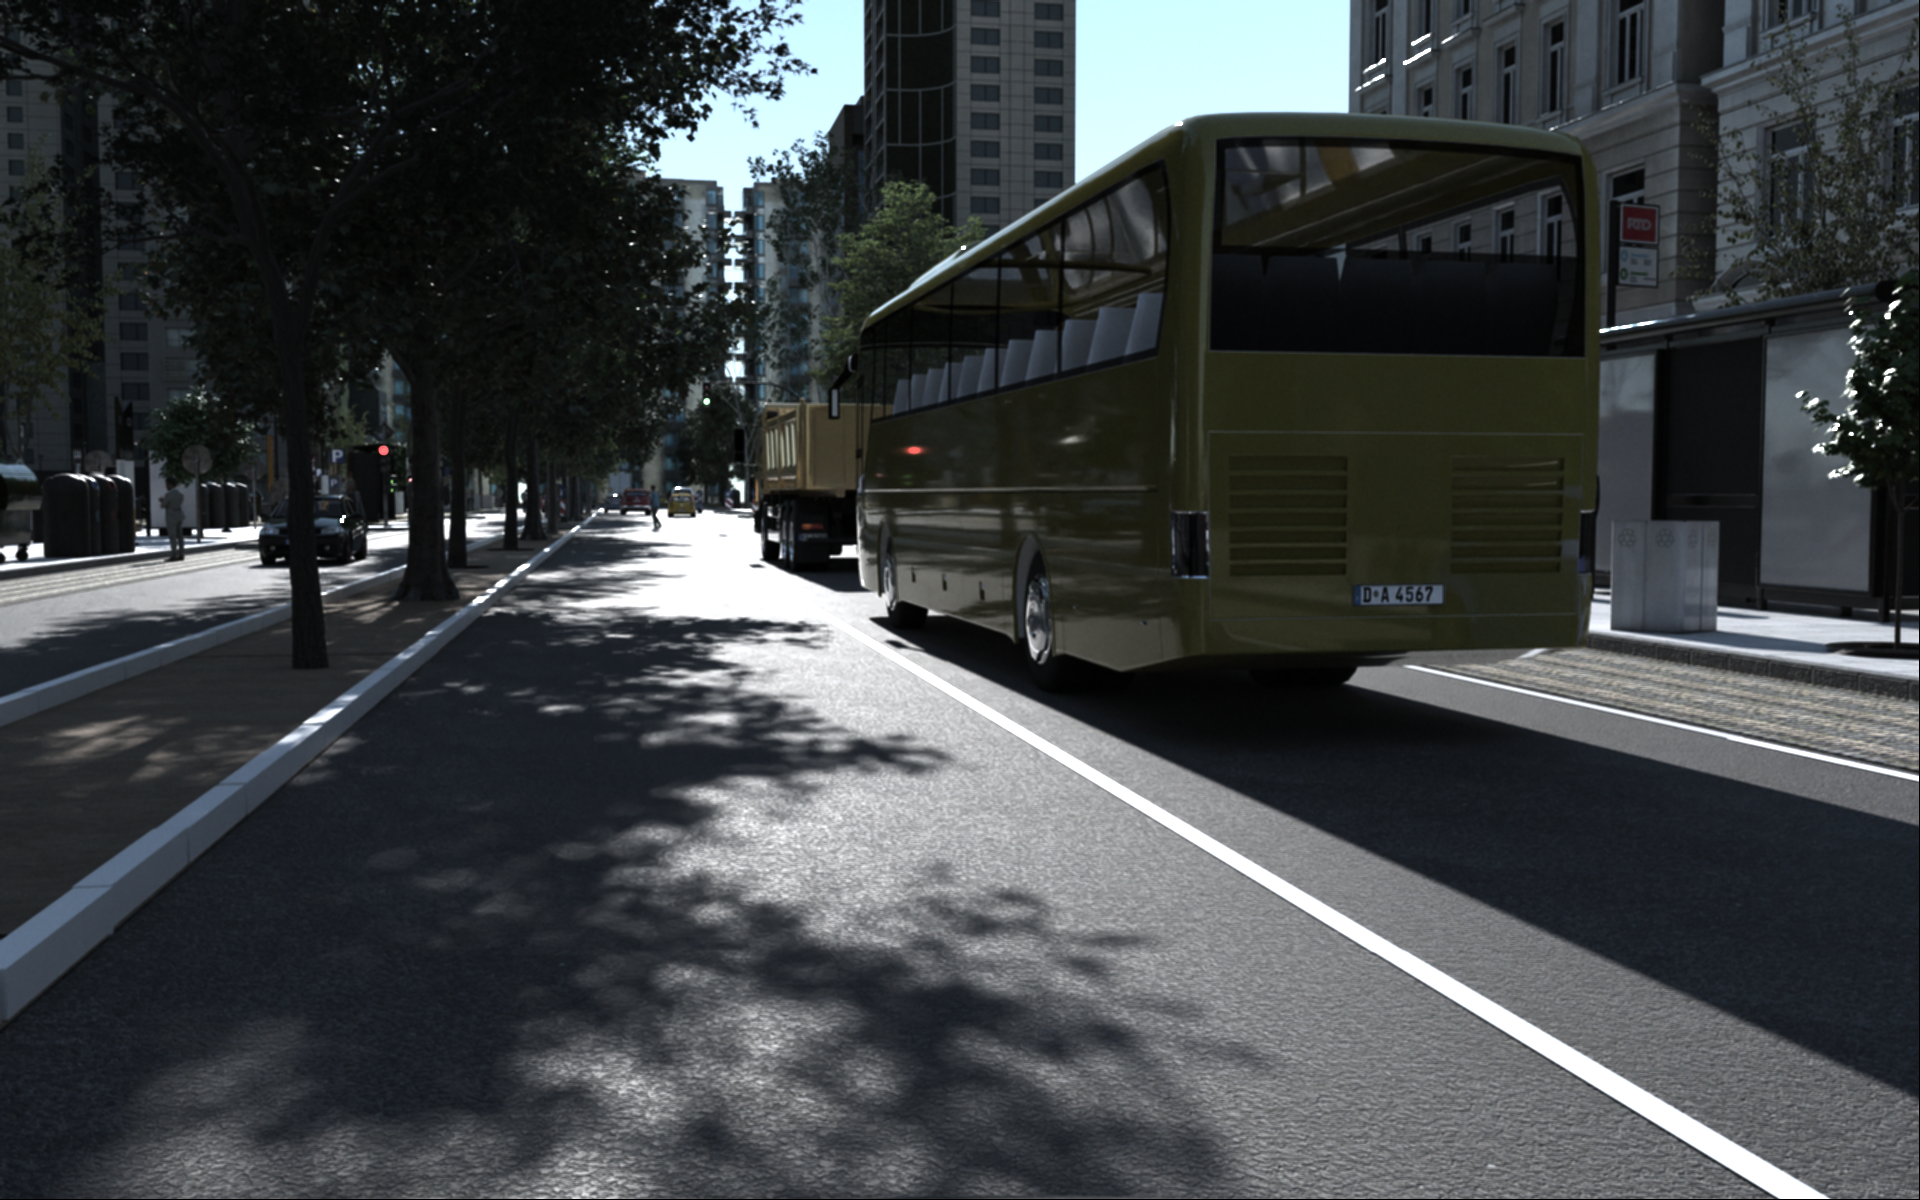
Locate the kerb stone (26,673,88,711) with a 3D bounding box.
[{"bbox_3d":[-6.165,0.637,11.775,0.120,0.150,1.000,-1,4,-11],"label":"kerb stone"}]

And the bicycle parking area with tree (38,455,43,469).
[{"bbox_3d":[-65.735,-8.711,129.430,8.231,4.147,9.016,-1,4,-23],"label":"bicycle parking area with tree"}]

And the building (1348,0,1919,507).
[{"bbox_3d":[21.197,-16.232,51.305,13.634,28.700,20.117,-1,4,-11],"label":"building"}]

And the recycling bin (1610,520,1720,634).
[{"bbox_3d":[6.624,-0.228,16.287,0.722,1.027,0.722,-3,5,-40],"label":"recycling bin"}]

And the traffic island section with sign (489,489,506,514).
[{"bbox_3d":[-33.590,-7.201,126.360,1.989,1.847,2.006,-1,4,-11],"label":"traffic island section with sign"}]

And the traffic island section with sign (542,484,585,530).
[{"bbox_3d":[-17.735,-4.185,76.564,2.006,1.907,1.989,-1,4,-11],"label":"traffic island section with sign"}]

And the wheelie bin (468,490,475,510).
[{"bbox_3d":[-38.854,-7.902,137.101,0.980,1.594,0.693,0,4,-1],"label":"wheelie bin"}]

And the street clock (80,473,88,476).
[{"bbox_3d":[-30.111,-3.361,59.521,0.471,2.002,0.358,-2,4,-28],"label":"street clock"}]

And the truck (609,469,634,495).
[{"bbox_3d":[-39.457,-13.011,201.647,2.839,4.237,11.283,-1,4,-9],"label":"truck"}]

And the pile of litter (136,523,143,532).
[{"bbox_3d":[-28.391,-2.749,58.914,1.176,0.858,1.719,3,4,36],"label":"pile of litter"}]

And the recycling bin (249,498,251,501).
[{"bbox_3d":[-47.723,-6.408,117.332,0.722,1.027,0.722,-2,4,-29],"label":"recycling bin"}]

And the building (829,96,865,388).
[{"bbox_3d":[-7.089,-33.421,196.548,14.600,45.320,14.200,-1,4,-11],"label":"building"}]

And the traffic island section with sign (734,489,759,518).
[{"bbox_3d":[-12.228,-5.778,103.090,1.989,1.847,2.006,-1,4,-11],"label":"traffic island section with sign"}]

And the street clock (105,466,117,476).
[{"bbox_3d":[-21.967,-2.472,44.985,0.358,2.002,0.471,0,4,1],"label":"street clock"}]

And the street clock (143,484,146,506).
[{"bbox_3d":[-59.051,-7.405,125.644,0.358,2.002,0.471,-2,4,-23],"label":"street clock"}]

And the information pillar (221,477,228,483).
[{"bbox_3d":[-47.415,-7.333,111.248,0.183,3.616,0.504,-2,4,-35],"label":"information pillar"}]

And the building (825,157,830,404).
[{"bbox_3d":[-9.497,-32.232,210.586,14.154,41.232,14.086,-1,4,-11],"label":"building"}]

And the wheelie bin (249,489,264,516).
[{"bbox_3d":[-41.081,-5.702,101.134,0.693,1.594,0.980,-1,4,-13],"label":"wheelie bin"}]

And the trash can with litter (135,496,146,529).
[{"bbox_3d":[-30.636,-3.202,63.406,1.678,1.210,2.233,2,4,28],"label":"trash can with litter"}]

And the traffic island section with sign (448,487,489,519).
[{"bbox_3d":[-28.438,-5.582,99.900,1.989,1.847,2.006,-1,4,-11],"label":"traffic island section with sign"}]

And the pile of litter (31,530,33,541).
[{"bbox_3d":[-25.767,-2.083,48.026,1.176,0.858,1.719,-2,4,-27],"label":"pile of litter"}]

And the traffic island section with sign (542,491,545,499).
[{"bbox_3d":[-48.588,-11.896,203.121,1.989,1.847,2.006,-1,4,-11],"label":"traffic island section with sign"}]

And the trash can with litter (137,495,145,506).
[{"bbox_3d":[-64.556,-7.633,136.183,0.624,1.170,1.055,2,4,26],"label":"trash can with litter"}]

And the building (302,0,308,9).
[{"bbox_3d":[-69.494,-44.616,167.722,20.563,71.187,20.611,-1,4,-11],"label":"building"}]

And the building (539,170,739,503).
[{"bbox_3d":[-49.491,-39.037,257.856,30.456,49.044,23.786,-1,4,-11],"label":"building"}]

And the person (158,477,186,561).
[{"bbox_3d":[-16.842,-1.731,36.983,0.466,1.800,0.511,0,4,-1],"label":"person"}]

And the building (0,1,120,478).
[{"bbox_3d":[-105.204,-45.849,187.877,20.611,71.187,20.563,-1,4,-11],"label":"building"}]

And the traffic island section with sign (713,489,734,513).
[{"bbox_3d":[-17.517,-7.433,130.163,1.989,1.847,2.006,-1,4,-11],"label":"traffic island section with sign"}]

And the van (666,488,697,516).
[{"bbox_3d":[-18.159,-6.494,113.195,2.013,2.044,4.112,-1,4,-10],"label":"van"}]

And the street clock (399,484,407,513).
[{"bbox_3d":[-37.185,-6.798,115.718,0.358,2.002,0.471,3,5,44],"label":"street clock"}]

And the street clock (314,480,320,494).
[{"bbox_3d":[-34.289,-5.366,92.309,0.358,2.002,0.471,-1,4,-13],"label":"street clock"}]

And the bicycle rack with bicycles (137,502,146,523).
[{"bbox_3d":[-37.377,-3.934,77.701,2.925,0.926,2.852,1,4,14],"label":"bicycle rack with bicycles"}]

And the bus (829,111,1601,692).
[{"bbox_3d":[1.114,-1.465,15.498,2.896,3.916,12.252,-1,4,-12],"label":"bus"}]

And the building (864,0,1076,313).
[{"bbox_3d":[-0.566,-45.318,179.203,20.563,71.187,20.611,-1,4,-11],"label":"building"}]

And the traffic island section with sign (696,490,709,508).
[{"bbox_3d":[-27.009,-10.408,178.792,1.989,1.847,2.006,-1,4,-11],"label":"traffic island section with sign"}]

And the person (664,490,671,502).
[{"bbox_3d":[-31.277,-10.887,186.438,1.348,1.831,0.705,-3,5,-42],"label":"person"}]

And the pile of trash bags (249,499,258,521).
[{"bbox_3d":[-34.823,-4.378,81.340,3.447,1.369,1.912,-1,4,-23],"label":"pile of trash bags"}]

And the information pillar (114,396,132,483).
[{"bbox_3d":[-20.214,-3.080,41.711,0.183,3.616,0.504,-1,4,-12],"label":"information pillar"}]

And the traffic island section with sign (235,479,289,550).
[{"bbox_3d":[-17.811,-2.255,45.497,1.989,1.847,2.006,-1,4,-11],"label":"traffic island section with sign"}]

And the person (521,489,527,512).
[{"bbox_3d":[-34.137,-7.779,135.867,0.592,1.802,0.473,3,4,38],"label":"person"}]

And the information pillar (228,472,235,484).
[{"bbox_3d":[-50.223,-7.830,119.370,0.504,3.616,0.183,0,4,2],"label":"information pillar"}]

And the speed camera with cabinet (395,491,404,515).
[{"bbox_3d":[-35.523,-6.965,108.218,0.660,3.252,2.038,1,4,11],"label":"speed camera with cabinet"}]

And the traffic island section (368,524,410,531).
[{"bbox_3d":[-22.503,-2.787,67.851,2.009,0.180,2.903,-1,4,-11],"label":"traffic island section"}]

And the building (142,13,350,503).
[{"bbox_3d":[-62.096,-28.622,151.564,14.154,41.232,14.086,-1,4,-11],"label":"building"}]

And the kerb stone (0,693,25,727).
[{"bbox_3d":[-5.966,0.702,10.773,0.120,0.150,1.000,-1,4,-11],"label":"kerb stone"}]

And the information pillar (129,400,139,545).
[{"bbox_3d":[-20.685,-3.160,43.020,0.183,3.616,0.504,1,4,9],"label":"information pillar"}]

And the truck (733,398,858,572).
[{"bbox_3d":[-2.650,-2.436,35.749,3.469,3.379,9.791,-1,4,-12],"label":"truck"}]

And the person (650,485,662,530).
[{"bbox_3d":[-12.057,-3.654,68.592,0.444,1.785,0.601,1,4,22],"label":"person"}]

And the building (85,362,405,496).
[{"bbox_3d":[-79.649,-53.745,191.408,31.000,86.520,22.319,-1,4,-11],"label":"building"}]

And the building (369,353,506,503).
[{"bbox_3d":[-79.770,-38.670,251.863,30.456,49.044,23.786,-1,4,-11],"label":"building"}]

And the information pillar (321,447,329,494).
[{"bbox_3d":[-27.945,-5.190,76.218,0.183,3.616,0.504,0,4,8],"label":"information pillar"}]

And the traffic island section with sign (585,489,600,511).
[{"bbox_3d":[-32.138,-8.696,150.315,2.006,1.907,1.989,-1,4,-11],"label":"traffic island section with sign"}]

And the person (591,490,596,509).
[{"bbox_3d":[-34.973,-9.564,164.850,0.705,1.826,1.348,1,4,17],"label":"person"}]

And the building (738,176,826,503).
[{"bbox_3d":[-19.182,-39.400,263.805,30.456,49.044,23.786,-1,4,-11],"label":"building"}]

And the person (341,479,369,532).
[{"bbox_3d":[-14.595,-2.019,41.701,0.709,1.800,0.728,-2,4,-35],"label":"person"}]
